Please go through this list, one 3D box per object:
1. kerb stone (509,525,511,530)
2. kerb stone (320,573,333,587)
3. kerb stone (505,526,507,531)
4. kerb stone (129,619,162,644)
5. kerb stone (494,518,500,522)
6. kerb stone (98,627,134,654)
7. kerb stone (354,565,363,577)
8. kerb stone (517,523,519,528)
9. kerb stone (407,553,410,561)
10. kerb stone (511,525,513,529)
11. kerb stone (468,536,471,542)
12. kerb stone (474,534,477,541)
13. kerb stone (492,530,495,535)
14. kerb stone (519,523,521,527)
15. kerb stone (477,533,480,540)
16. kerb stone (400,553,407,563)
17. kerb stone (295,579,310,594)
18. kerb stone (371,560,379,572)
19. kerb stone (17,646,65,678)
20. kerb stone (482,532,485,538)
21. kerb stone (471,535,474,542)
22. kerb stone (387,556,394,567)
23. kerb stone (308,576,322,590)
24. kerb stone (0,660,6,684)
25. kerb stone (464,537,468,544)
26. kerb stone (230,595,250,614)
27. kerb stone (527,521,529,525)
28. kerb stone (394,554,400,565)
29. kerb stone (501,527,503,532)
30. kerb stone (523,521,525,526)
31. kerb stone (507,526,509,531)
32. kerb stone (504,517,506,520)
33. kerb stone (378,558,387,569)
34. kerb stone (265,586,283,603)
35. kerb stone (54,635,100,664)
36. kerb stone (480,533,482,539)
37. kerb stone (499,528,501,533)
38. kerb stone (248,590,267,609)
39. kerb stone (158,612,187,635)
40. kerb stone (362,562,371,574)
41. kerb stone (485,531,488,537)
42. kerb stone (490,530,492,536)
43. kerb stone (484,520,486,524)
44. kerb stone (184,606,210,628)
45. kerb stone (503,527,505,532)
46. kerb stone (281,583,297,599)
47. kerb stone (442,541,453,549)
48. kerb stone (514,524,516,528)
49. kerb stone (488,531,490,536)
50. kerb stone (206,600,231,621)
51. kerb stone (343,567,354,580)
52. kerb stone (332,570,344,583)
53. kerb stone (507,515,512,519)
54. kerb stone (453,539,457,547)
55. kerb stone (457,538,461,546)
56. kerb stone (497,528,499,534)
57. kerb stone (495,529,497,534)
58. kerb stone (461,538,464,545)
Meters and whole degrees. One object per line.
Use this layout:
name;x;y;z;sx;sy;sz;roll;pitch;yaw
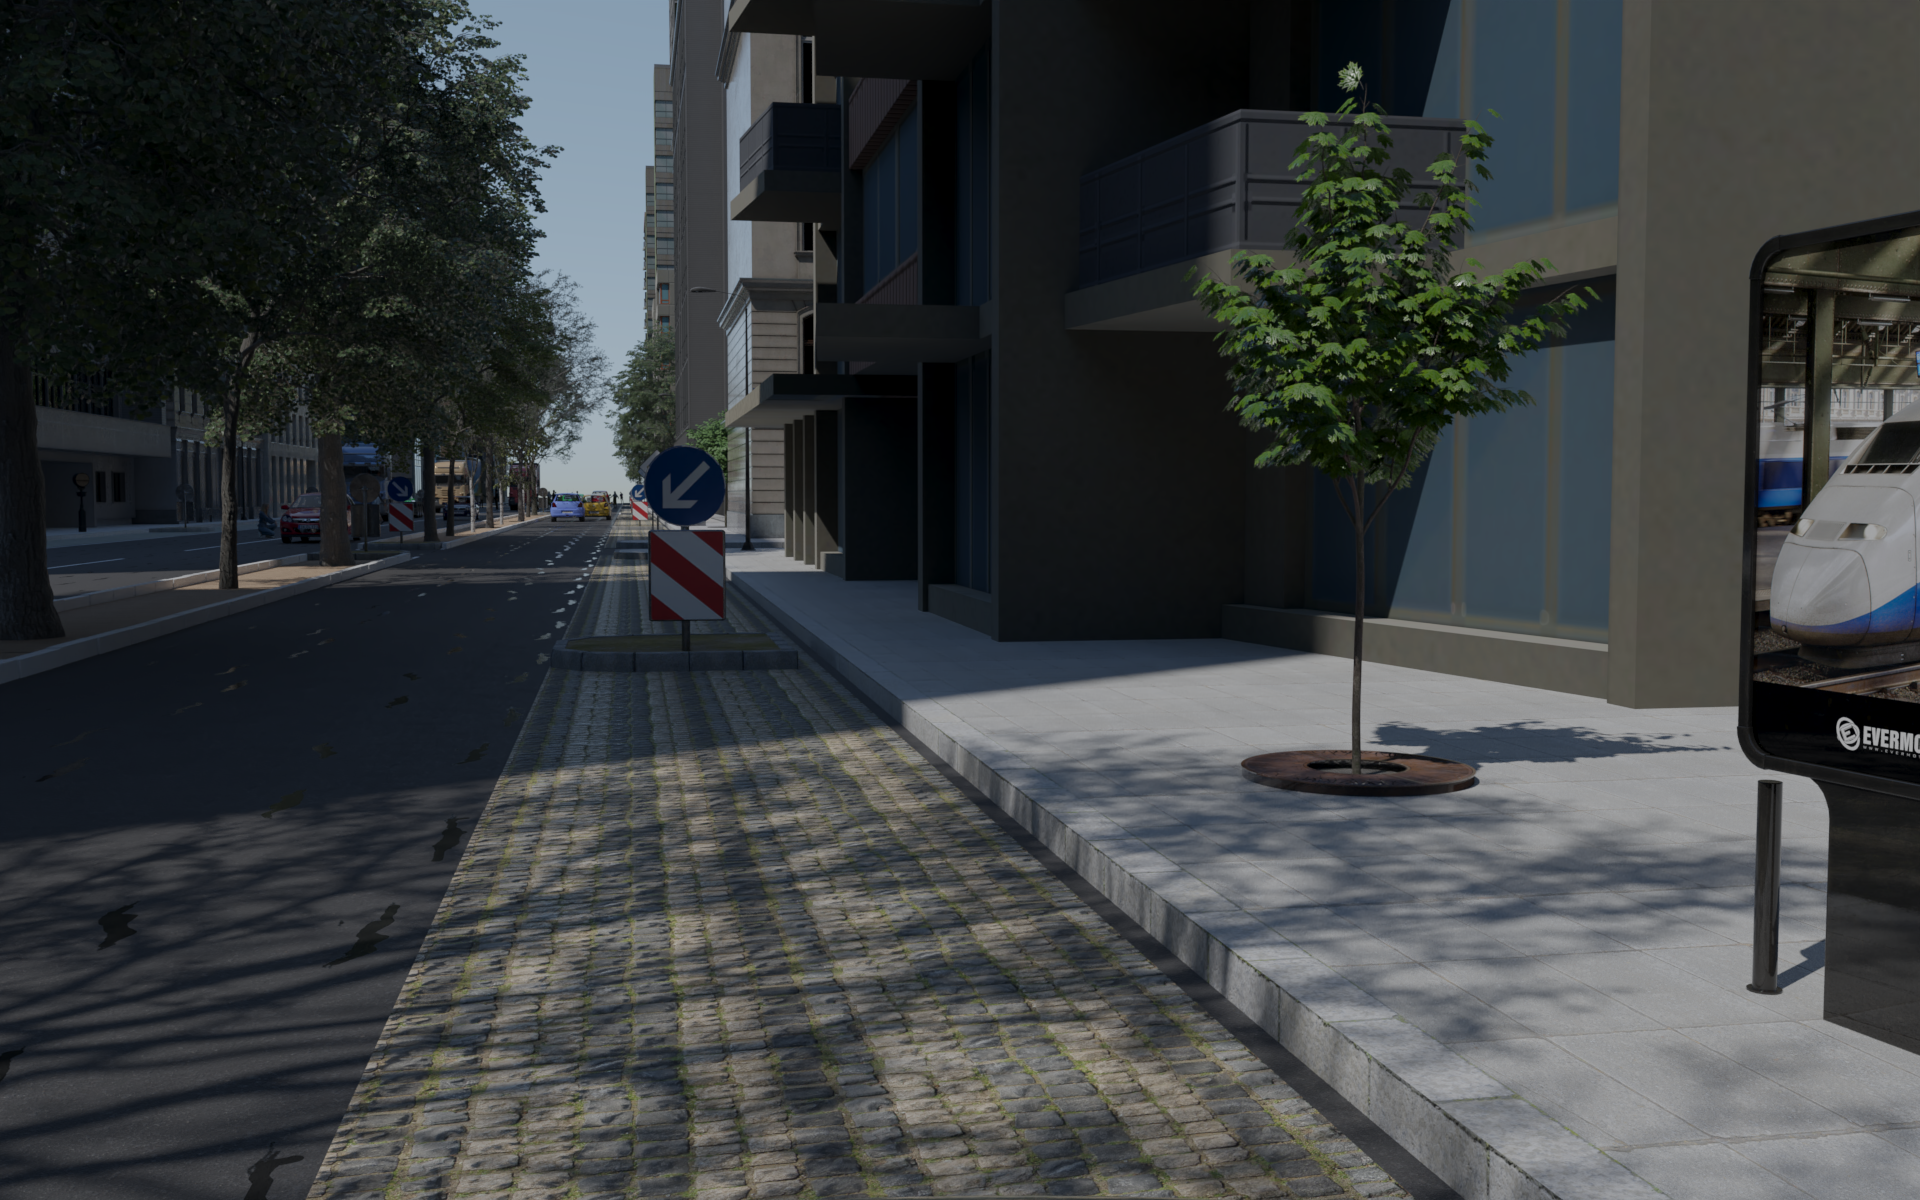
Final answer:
kerb stone;-17.792;-2.792;67.843;0.120;0.150;1.000;-1;4;-11
kerb stone;-9.978;-0.296;27.034;0.120;0.150;1.000;-1;4;-11
kerb stone;-17.404;-2.665;65.834;0.120;0.150;1.000;-1;4;-11
kerb stone;-8.037;0.325;16.965;0.120;0.150;1.000;-1;4;-11
kerb stone;-24.684;-4.308;92.631;0.120;0.150;1.000;-1;4;-11
kerb stone;-7.845;0.382;15.960;0.120;0.150;1.000;-1;4;-11
kerb stone;-10.549;-0.481;30.057;0.120;0.150;1.000;-1;4;-11
kerb stone;-18.756;-3.099;72.867;0.120;0.150;1.000;-1;4;-11
kerb stone;-11.905;-0.912;37.100;0.120;0.150;1.000;-1;4;-11
kerb stone;-17.981;-2.854;68.853;0.120;0.150;1.000;-1;4;-11
kerb stone;-14.507;-1.744;50.706;0.120;0.150;1.000;-1;4;-11
kerb stone;-14.891;-1.863;52.715;0.120;0.150;1.000;-1;4;-11
kerb stone;-16.246;-2.296;59.775;0.120;0.150;1.000;-1;4;-11
kerb stone;-18.945;-3.160;73.881;0.120;0.150;1.000;-1;4;-11
kerb stone;-15.084;-1.928;53.725;0.120;0.150;1.000;-1;4;-11
kerb stone;-11.707;-0.850;36.097;0.120;0.150;1.000;-1;4;-11
kerb stone;-9.581;-0.167;25.020;0.120;0.150;1.000;-1;4;-11
kerb stone;-10.935;-0.596;32.078;0.120;0.150;1.000;-1;4;-11
kerb stone;-7.460;0.511;13.952;0.120;0.150;1.000;-1;4;-11
kerb stone;-15.475;-2.048;55.737;0.120;0.150;1.000;-1;4;-11
kerb stone;-14.699;-1.802;51.710;0.120;0.150;1.000;-1;4;-11
kerb stone;-11.321;-0.727;34.090;0.120;0.150;1.000;-1;4;-11
kerb stone;-9.776;-0.234;26.025;0.120;0.150;1.000;-1;4;-11
kerb stone;-7.276;0.566;12.947;0.120;0.150;1.000;-1;4;-11
kerb stone;-14.312;-1.681;49.703;0.120;0.150;1.000;-1;4;-11
kerb stone;-8.808;0.073;21.004;0.120;0.150;1.000;-1;4;-11
kerb stone;-20.112;-3.526;79.919;0.120;0.150;1.000;-1;4;-11
kerb stone;-11.519;-0.789;35.093;0.120;0.150;1.000;-1;4;-11
kerb stone;-17.023;-2.543;63.822;0.120;0.150;1.000;-1;4;-11
kerb stone;-19.526;-3.346;76.907;0.120;0.150;1.000;-1;4;-11
kerb stone;-17.598;-2.731;66.840;0.120;0.150;1.000;-1;4;-11
kerb stone;-25.065;-4.431;94.643;0.120;0.150;1.000;-1;4;-11
kerb stone;-11.130;-0.666;33.081;0.120;0.150;1.000;-1;4;-11
kerb stone;-9.196;-0.050;23.012;0.120;0.150;1.000;-1;4;-11
kerb stone;-7.662;0.443;14.954;0.120;0.150;1.000;-1;4;-11
kerb stone;-15.280;-1.986;54.734;0.120;0.150;1.000;-1;4;-11
kerb stone;-16.828;-2.479;62.810;0.120;0.150;1.000;-1;4;-11
kerb stone;-9.007;0.012;22.007;0.120;0.150;1.000;-1;4;-11
kerb stone;-8.234;0.261;17.968;0.120;0.150;1.000;-1;4;-11
kerb stone;-10.743;-0.542;31.061;0.120;0.150;1.000;-1;4;-11
kerb stone;-15.664;-2.113;56.745;0.120;0.150;1.000;-1;4;-11
kerb stone;-16.051;-2.237;58.765;0.120;0.150;1.000;-1;4;-11
kerb stone;-22.554;-3.625;81.537;0.120;0.150;1.000;-1;4;-11
kerb stone;-8.428;0.197;18.976;0.120;0.150;1.000;-1;4;-11
kerb stone;-17.214;-2.608;64.829;0.120;0.150;1.000;-1;4;-11
kerb stone;-9.392;-0.110;24.016;0.120;0.150;1.000;-1;4;-11
kerb stone;-13.547;-1.436;45.674;0.120;0.150;1.000;-1;4;-11
kerb stone;-18.373;-2.976;70.859;0.120;0.150;1.000;-1;4;-11
kerb stone;-15.865;-2.175;57.754;0.120;0.150;1.000;-1;4;-11
kerb stone;-8.624;0.135;19.993;0.120;0.150;1.000;-1;4;-11
kerb stone;-10.354;-0.419;29.054;0.120;0.150;1.000;-1;4;-11
kerb stone;-10.166;-0.355;28.049;0.120;0.150;1.000;-1;4;-11
kerb stone;-26.033;-4.739;99.671;0.120;0.150;1.000;-1;4;-11
kerb stone;-13.732;-1.496;46.679;0.120;0.150;1.000;-1;4;-11
kerb stone;-13.923;-1.557;47.689;0.120;0.150;1.000;-1;4;-11
kerb stone;-16.628;-2.419;61.794;0.120;0.150;1.000;-1;4;-11
kerb stone;-16.439;-2.359;60.788;0.120;0.150;1.000;-1;4;-11
kerb stone;-14.122;-1.621;48.698;0.120;0.150;1.000;-1;4;-11
